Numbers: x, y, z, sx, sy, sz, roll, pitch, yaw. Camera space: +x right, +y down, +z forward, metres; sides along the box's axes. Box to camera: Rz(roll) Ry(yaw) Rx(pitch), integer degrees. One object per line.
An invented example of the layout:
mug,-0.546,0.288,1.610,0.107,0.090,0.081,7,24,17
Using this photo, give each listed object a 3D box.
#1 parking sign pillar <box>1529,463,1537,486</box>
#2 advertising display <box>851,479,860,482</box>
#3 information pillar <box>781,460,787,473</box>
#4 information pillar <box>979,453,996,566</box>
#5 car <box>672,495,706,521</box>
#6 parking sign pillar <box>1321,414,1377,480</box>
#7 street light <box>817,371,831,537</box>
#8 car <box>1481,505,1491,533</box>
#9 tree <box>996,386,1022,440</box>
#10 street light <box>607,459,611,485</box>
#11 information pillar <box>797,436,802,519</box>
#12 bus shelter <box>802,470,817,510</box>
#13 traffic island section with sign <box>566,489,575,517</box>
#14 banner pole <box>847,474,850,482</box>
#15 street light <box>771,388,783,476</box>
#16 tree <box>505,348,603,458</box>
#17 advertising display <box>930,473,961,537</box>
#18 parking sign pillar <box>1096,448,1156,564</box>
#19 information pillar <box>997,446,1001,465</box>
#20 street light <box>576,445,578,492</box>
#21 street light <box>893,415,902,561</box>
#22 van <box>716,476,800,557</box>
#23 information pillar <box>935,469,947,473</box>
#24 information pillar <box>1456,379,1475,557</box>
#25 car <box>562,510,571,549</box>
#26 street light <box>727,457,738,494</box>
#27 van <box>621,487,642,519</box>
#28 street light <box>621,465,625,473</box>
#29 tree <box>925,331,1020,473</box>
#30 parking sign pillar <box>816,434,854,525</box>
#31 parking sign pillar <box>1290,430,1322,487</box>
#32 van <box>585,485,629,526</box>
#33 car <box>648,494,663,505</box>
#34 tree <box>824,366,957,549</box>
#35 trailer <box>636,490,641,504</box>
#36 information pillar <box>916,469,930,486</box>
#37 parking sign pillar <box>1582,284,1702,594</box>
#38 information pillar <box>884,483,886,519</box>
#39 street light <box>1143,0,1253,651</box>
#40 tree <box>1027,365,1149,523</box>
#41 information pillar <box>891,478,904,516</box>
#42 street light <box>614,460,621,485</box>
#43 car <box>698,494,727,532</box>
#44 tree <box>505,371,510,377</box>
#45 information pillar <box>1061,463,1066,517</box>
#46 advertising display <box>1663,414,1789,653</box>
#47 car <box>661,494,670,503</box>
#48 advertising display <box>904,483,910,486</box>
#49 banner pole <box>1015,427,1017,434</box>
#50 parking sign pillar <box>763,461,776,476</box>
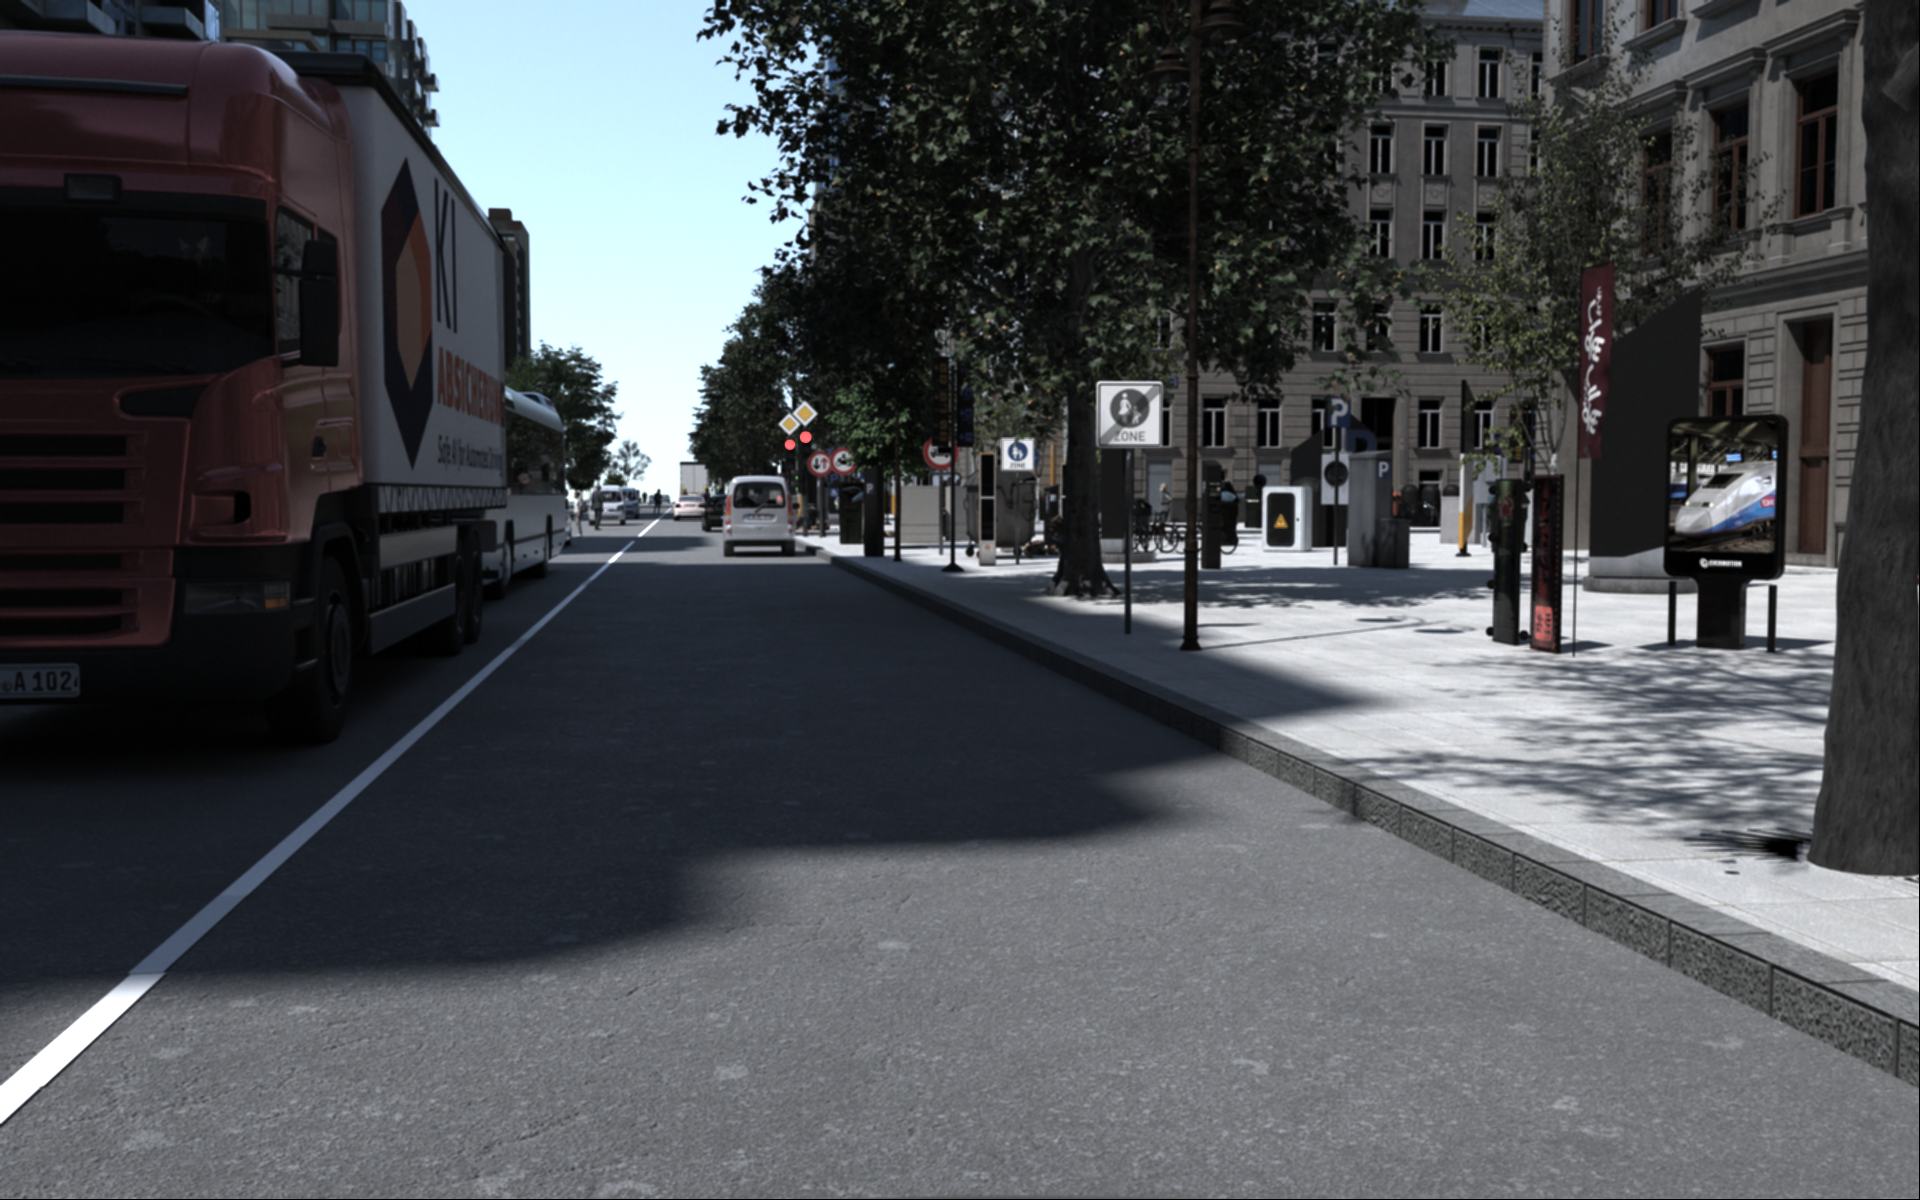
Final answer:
parking sign pillar,38.678,-7.744,115.087,1.447,3.967,1.447,-2,4,-29
advertising display,-4.300,-4.342,76.211,0.974,1.923,0.123,1,4,18
information pillar,-11.401,-7.406,112.448,0.504,3.616,0.183,1,4,12
information pillar,0.489,-1.615,30.900,0.304,2.012,0.304,0,4,0
car,-14.576,-4.992,93.980,2.083,1.381,4.827,0,4,-8
parking sign pillar,12.025,-3.903,52.292,1.447,3.967,1.447,-1,4,-21
street light,-4.093,-4.830,51.757,0.468,5.910,1.993,-1,4,-9
car,19.247,-2.925,59.616,4.920,1.459,2.131,0,4,-7
tree,3.398,-7.773,77.451,4.360,8.622,3.978,0,3,0
street light,-43.733,-14.877,216.024,0.468,5.910,1.993,-1,4,-9
information pillar,-6.406,-4.755,69.103,0.183,3.616,0.504,-1,4,-13
bus shelter,-7.819,-6.249,93.460,1.731,3.624,6.357,-1,4,-9
traffic island section with sign,-24.603,-6.052,107.580,1.989,1.847,2.006,-1,4,-9
banner pole,-6.544,-6.838,101.819,0.401,3.779,0.863,1,4,9
street light,-8.008,-6.298,75.754,0.468,5.910,1.993,-1,4,-9
tree,-29.734,-12.151,124.430,9.928,11.665,9.643,0,3,0
advertising display,-0.451,-2.879,52.278,0.974,1.923,0.123,-2,4,-24
parking sign pillar,2.963,-2.691,32.467,1.447,3.967,1.447,1,4,15
information pillar,1.965,-5.650,83.732,0.183,3.616,0.504,-3,5,-39
street light,-33.739,-10.997,152.595,0.468,5.910,1.993,-1,4,-9
street light,-1.193,-3.677,32.900,0.468,5.910,1.993,-1,4,-9
van,-4.782,-2.082,41.053,2.013,2.044,4.112,0,4,-7
information pillar,-0.711,-4.244,60.737,0.504,3.616,0.183,-2,4,-28
information pillar,10.406,-2.705,35.576,0.183,3.616,0.504,3,5,41
car,-11.553,-2.108,46.824,2.083,1.381,4.827,-1,4,-9
street light,-19.880,-10.919,151.312,0.468,5.910,1.993,-1,4,-9
van,-19.640,-5.774,101.414,2.013,2.044,4.112,-1,4,-10
street light,-49.762,-17.207,254.121,0.468,5.910,1.993,-1,4,-9
tree,0.863,-7.439,71.997,4.737,8.622,4.395,0,3,0
parking sign pillar,-5.307,-5.147,72.624,1.447,3.967,1.447,0,4,-7
parking sign pillar,14.411,-5.117,72.140,1.447,3.967,1.447,0,4,2
van,-16.329,-4.476,80.191,2.013,2.044,4.112,-1,4,-11
car,-40.966,-13.507,232.848,2.014,1.417,4.499,-1,4,-9
tree,-1.544,-3.499,40.916,4.285,4.588,4.351,0,3,0
trailer,-45.899,-14.581,245.447,1.471,1.999,3.904,-1,4,-11
information pillar,-1.085,-2.839,50.906,0.304,2.012,0.304,-2,4,-32
parking sign pillar,8.976,-2.095,22.719,1.447,3.967,1.447,1,4,21
information pillar,-2.422,-3.612,50.411,0.504,3.616,0.183,2,4,30
street light,1.897,-2.525,14.072,0.468,5.910,1.993,-1,4,-9
tree,5.123,-6.952,64.022,4.360,8.622,3.978,0,3,0
information pillar,-2.316,-4.499,64.908,0.504,3.616,0.183,-1,4,-11
street light,-46.690,-16.030,234.879,0.468,5.910,1.993,-1,4,-9
car,-9.056,-3.489,66.830,2.009,1.686,4.222,-1,4,-10
tree,-24.931,-8.439,88.340,4.737,8.622,4.395,0,3,0
information pillar,2.611,-2.244,41.188,0.304,2.012,0.304,-3,5,-42
advertising display,6.305,-0.556,14.301,0.123,1.923,0.974,-3,5,-39
car,-47.268,-16.201,276.892,2.014,1.417,4.499,-1,4,-11
advertising display,-3.415,-6.613,113.341,0.123,1.923,0.974,1,4,20
banner pole,2.101,-4.577,64.853,0.401,3.779,0.863,0,4,-7
parking sign pillar,-13.146,-8.039,119.916,1.447,3.967,1.447,1,4,20
